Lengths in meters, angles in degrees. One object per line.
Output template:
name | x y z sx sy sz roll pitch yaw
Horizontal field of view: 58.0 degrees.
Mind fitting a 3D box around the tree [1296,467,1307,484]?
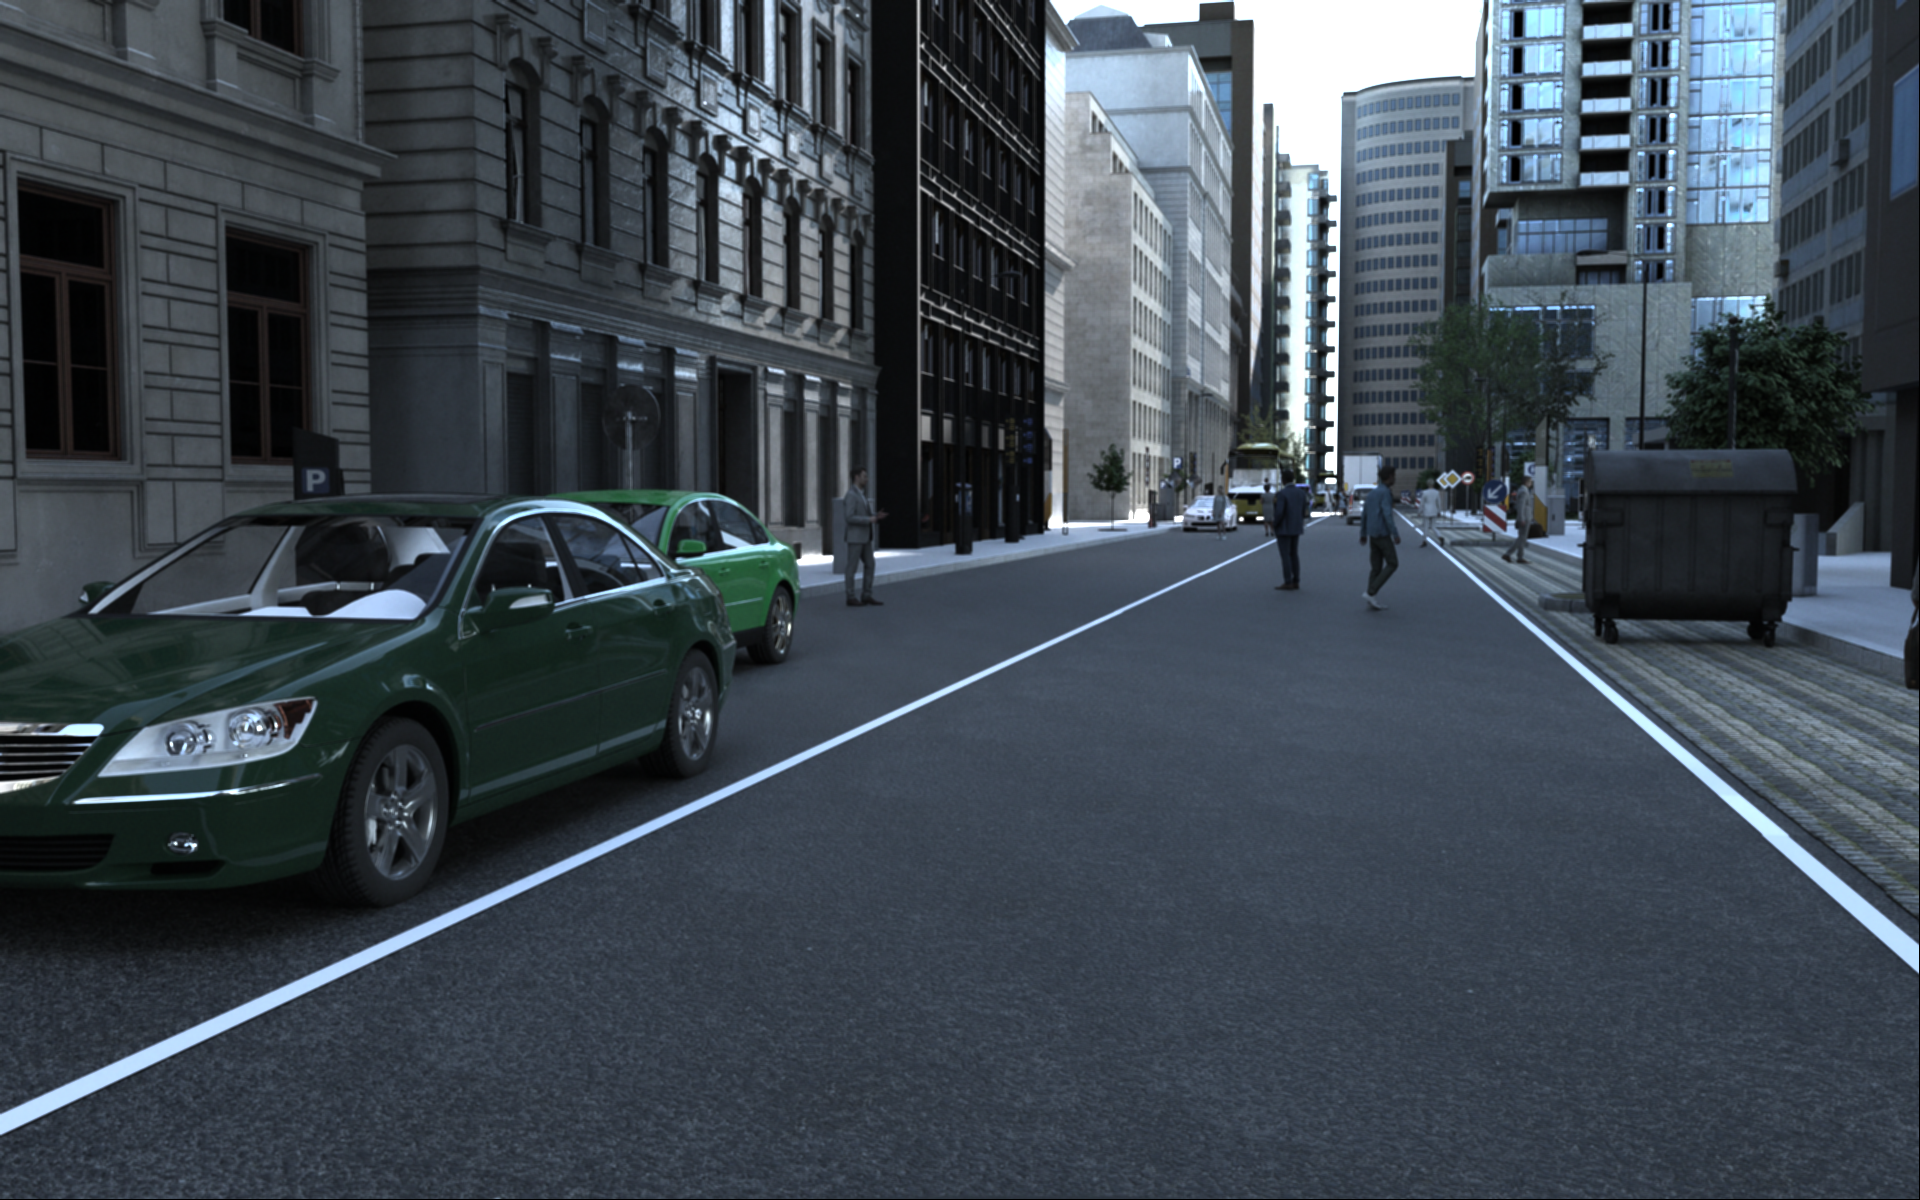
tree | 34.666 -12.093 181.434 4.285 4.588 4.351 0 3 0

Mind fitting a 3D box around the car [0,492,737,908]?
car | -2.506 0.253 7.656 2.131 1.459 4.920 1 4 13

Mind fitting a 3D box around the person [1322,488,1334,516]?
person | 24.161 -6.441 113.695 0.514 1.842 0.818 -3 5 -43

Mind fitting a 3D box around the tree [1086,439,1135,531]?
tree | 5.452 -4.043 60.710 1.663 3.219 1.824 0 3 0

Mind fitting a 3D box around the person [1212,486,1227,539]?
person | 8.257 -2.780 54.955 0.512 1.701 0.522 2 4 31

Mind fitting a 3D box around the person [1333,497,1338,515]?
person | 25.818 -6.484 119.190 0.332 1.250 0.352 -1 4 -14

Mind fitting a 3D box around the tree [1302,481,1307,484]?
tree | 43.724 -13.883 221.581 1.663 3.219 1.824 0 3 0

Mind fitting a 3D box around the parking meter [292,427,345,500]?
parking meter | -5.605 -0.579 15.175 0.399 1.863 0.255 -1 4 -13

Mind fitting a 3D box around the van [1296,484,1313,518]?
van | 20.080 -6.109 104.272 2.240 2.365 5.245 1 4 15

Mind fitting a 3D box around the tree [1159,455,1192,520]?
tree | 10.721 -5.609 86.308 1.663 3.219 1.824 0 3 0

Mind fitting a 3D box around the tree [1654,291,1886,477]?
tree | 13.085 -2.718 28.154 4.285 4.588 4.351 0 3 0

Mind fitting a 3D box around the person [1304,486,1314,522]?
person | 17.585 -4.854 87.842 0.713 1.824 0.794 -1 4 -21

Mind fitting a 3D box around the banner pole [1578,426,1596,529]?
banner pole | 23.284 -4.535 64.166 0.863 3.779 0.401 -2 4 -34

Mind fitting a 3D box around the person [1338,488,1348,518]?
person | 22.844 -5.793 103.312 0.616 1.811 0.778 1 4 17

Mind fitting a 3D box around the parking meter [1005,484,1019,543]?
parking meter | 1.375 -2.287 45.797 0.372 1.533 0.369 0 3 0

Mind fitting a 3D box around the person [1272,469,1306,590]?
person | 4.946 -1.058 25.973 0.721 1.800 0.419 -3 5 -43

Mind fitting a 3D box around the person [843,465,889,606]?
person | -1.219 -0.825 22.194 0.583 1.804 0.606 1 4 10

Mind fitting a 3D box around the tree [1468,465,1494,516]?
tree | 30.468 -6.524 101.262 1.663 3.219 1.824 0 3 0

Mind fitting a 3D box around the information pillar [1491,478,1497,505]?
information pillar | 24.618 -4.623 80.081 0.304 2.012 0.304 -1 4 -10

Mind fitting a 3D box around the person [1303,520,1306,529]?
person | 13.787 -3.676 70.405 0.589 1.601 0.330 0 4 -5

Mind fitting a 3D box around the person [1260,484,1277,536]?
person | 10.568 -3.066 58.988 0.716 1.782 0.532 0 4 3

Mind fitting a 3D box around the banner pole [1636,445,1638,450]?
banner pole | 30.415 -5.323 77.054 0.401 3.779 0.863 -3 5 -39

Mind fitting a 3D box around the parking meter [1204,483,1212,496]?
parking meter | 12.793 -5.117 89.367 0.399 1.863 0.255 3 5 41

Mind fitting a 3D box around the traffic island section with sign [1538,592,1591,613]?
traffic island section with sign | 8.241 -0.780 21.385 1.989 1.847 2.006 1 4 13

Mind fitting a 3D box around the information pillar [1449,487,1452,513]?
information pillar | 34.075 -7.056 119.856 0.304 2.012 0.304 0 4 2

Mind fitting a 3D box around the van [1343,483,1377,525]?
van | 19.029 -4.545 81.325 2.013 2.044 4.112 1 4 11

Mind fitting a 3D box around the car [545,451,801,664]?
car | -2.661 -0.287 13.497 1.959 1.807 4.718 1 4 13

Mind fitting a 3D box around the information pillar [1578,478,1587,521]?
information pillar | 29.186 -4.692 81.202 0.304 2.012 0.304 2 4 27

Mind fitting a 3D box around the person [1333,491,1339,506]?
person | 37.620 -10.011 172.900 1.217 1.735 0.721 -2 4 -28

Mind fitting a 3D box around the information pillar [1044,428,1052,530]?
information pillar | 3.090 -4.268 61.139 0.183 3.616 0.504 -2 4 -24

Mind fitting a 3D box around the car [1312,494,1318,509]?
car | 34.276 -9.808 170.582 2.015 1.641 3.980 1 4 13

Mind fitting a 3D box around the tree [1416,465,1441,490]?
tree | 53.406 -13.005 196.347 4.285 4.588 4.351 0 3 0

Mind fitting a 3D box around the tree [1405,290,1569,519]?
tree | 27.217 -10.020 89.590 9.928 11.665 9.643 0 3 0

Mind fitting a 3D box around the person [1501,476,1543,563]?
person | 11.619 -1.654 35.669 0.853 1.813 0.709 0 4 8

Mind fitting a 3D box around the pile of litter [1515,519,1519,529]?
pile of litter | 20.885 -3.014 63.251 1.719 0.858 1.176 -3 5 -43

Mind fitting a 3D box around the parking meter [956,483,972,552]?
parking meter | 0.087 -1.815 38.086 0.372 1.533 0.369 0 3 0

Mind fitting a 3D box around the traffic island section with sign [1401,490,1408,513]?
traffic island section with sign | 33.932 -7.324 128.376 1.989 1.847 2.006 1 4 13

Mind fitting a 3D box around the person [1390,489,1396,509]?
person | 31.875 -7.324 128.234 0.794 1.824 0.713 -2 4 -24

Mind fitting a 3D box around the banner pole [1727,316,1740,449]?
banner pole | 10.981 -2.117 24.630 0.401 3.779 0.863 2 4 32

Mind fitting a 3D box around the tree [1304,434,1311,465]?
tree | 37.235 -14.889 193.799 4.737 8.622 4.395 0 3 0

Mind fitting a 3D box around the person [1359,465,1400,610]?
person | 5.166 -0.767 21.391 0.444 1.785 0.601 0 4 -7

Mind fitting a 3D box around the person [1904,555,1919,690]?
person | 4.884 0.027 8.185 0.709 1.813 0.853 1 4 20

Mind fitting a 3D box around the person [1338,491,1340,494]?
person | 38.260 -10.101 174.469 0.721 1.723 1.217 0 4 -6

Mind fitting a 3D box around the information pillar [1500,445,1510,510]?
information pillar | 26.079 -5.600 82.907 0.504 3.616 0.183 -2 4 -28

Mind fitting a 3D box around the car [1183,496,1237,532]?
car | 9.766 -3.368 67.435 2.083 1.381 4.827 1 4 13

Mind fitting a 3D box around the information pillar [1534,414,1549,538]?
information pillar | 17.201 -3.661 51.218 0.183 3.616 0.504 -2 4 -24

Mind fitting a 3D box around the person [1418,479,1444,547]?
person | 12.604 -2.318 46.285 0.514 1.842 0.818 -2 4 -29

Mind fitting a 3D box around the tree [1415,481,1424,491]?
tree | 56.266 -13.318 212.351 1.663 3.219 1.824 0 3 0

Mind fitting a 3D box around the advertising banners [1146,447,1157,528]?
advertising banners | 7.200 -4.227 65.304 0.090 3.025 2.074 1 4 18

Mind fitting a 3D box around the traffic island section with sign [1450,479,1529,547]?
traffic island section with sign | 14.537 -2.385 47.625 1.989 1.847 2.006 1 4 13

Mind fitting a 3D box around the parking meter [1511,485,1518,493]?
parking meter | 36.303 -6.587 113.413 0.399 1.863 0.255 0 4 5

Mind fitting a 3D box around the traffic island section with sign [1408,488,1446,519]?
traffic island section with sign | 27.513 -5.690 101.658 1.989 1.847 2.006 1 4 13

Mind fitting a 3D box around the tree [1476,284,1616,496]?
tree | 20.601 -6.744 60.632 4.360 8.622 3.978 0 3 0

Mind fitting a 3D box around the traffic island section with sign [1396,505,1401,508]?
traffic island section with sign | 45.537 -10.279 176.688 1.989 1.847 2.006 1 4 13

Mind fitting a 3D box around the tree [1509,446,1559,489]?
tree | 38.644 -8.144 116.867 4.285 4.588 4.351 0 3 0

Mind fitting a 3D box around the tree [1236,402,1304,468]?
tree | 23.801 -11.327 135.552 4.737 8.622 4.395 0 3 0
